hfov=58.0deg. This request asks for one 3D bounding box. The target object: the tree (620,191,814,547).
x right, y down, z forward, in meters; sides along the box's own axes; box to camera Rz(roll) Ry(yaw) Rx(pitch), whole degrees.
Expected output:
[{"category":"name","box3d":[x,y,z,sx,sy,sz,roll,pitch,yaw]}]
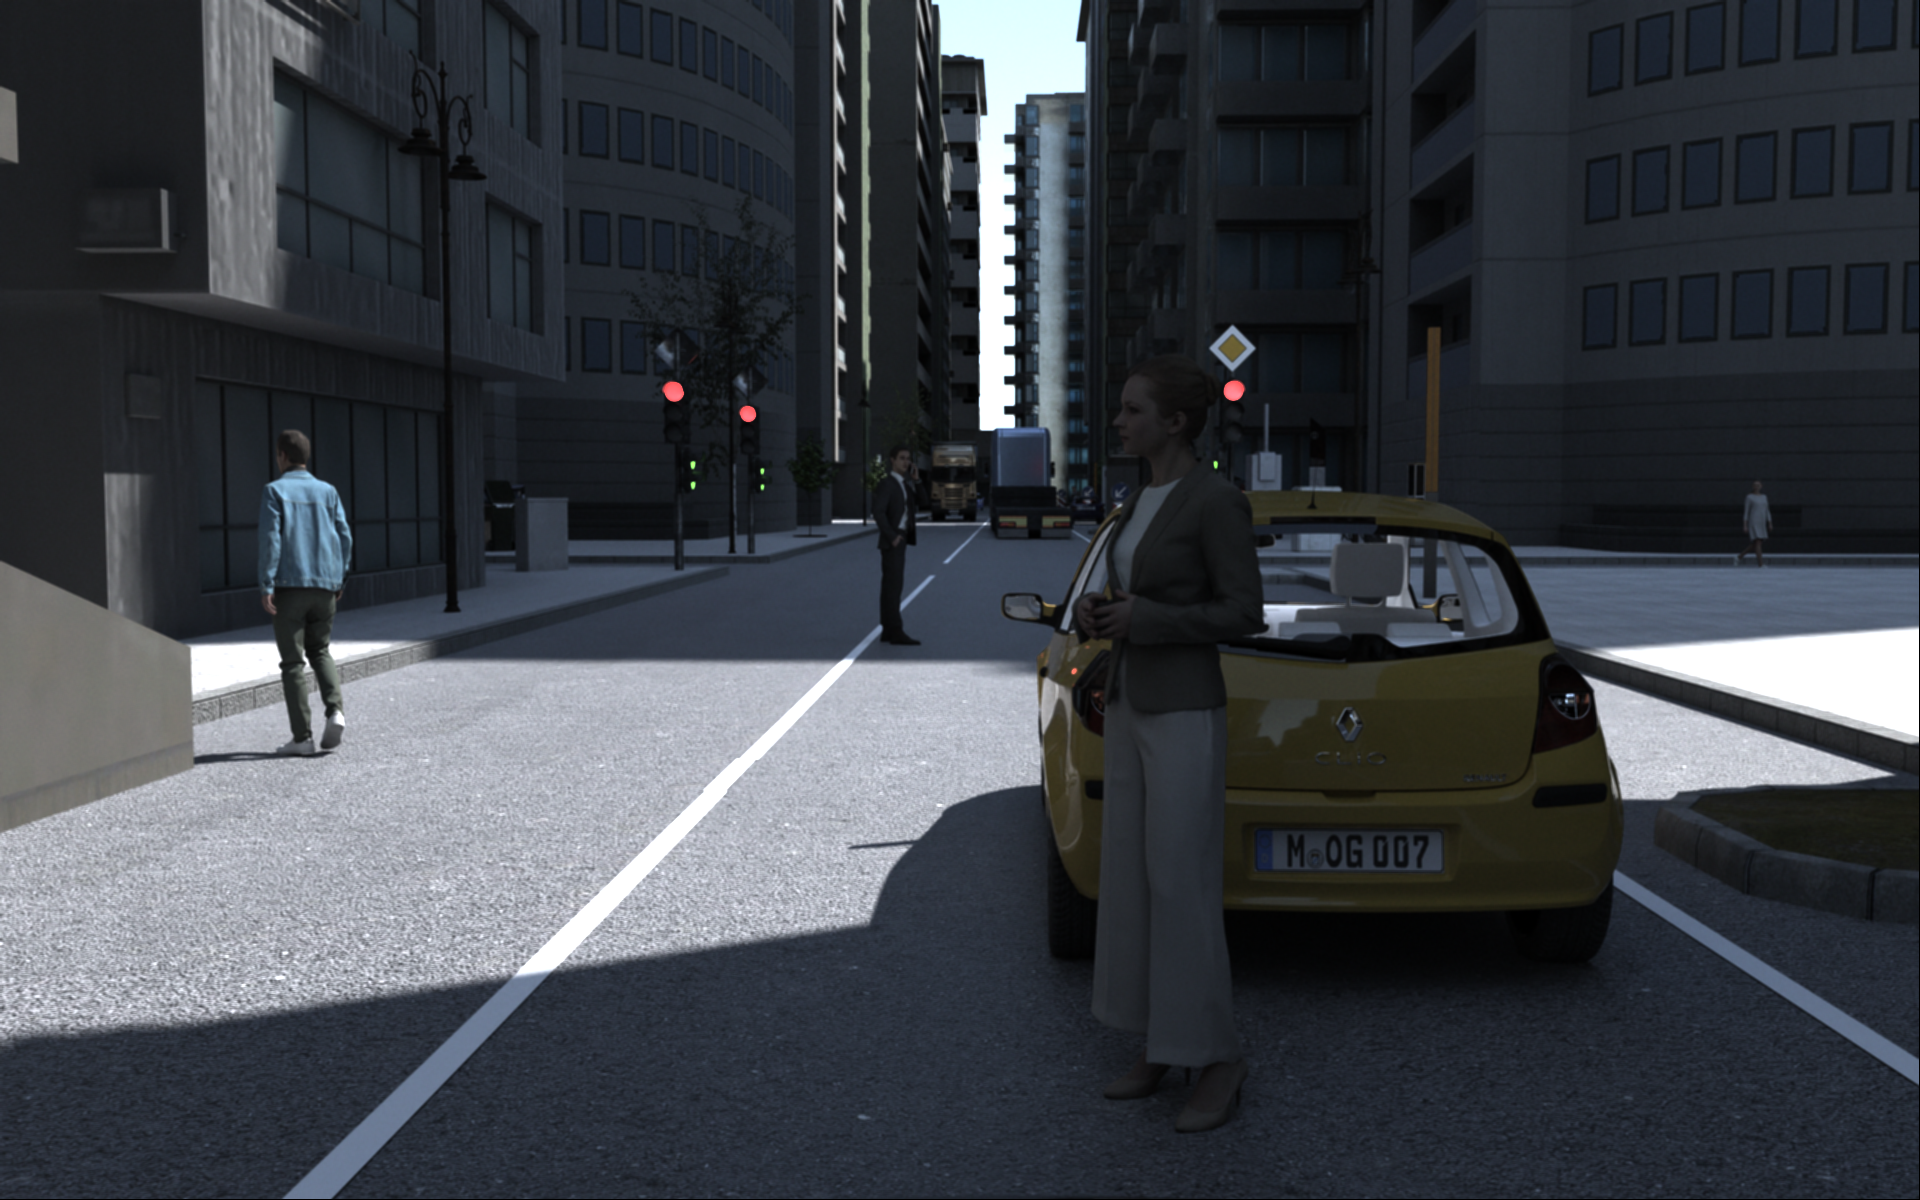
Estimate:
[{"category":"tree","box3d":[-5.696,-5.571,41.446,4.360,8.622,3.978,0,3,0]}]

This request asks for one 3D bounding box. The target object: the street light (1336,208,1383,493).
[{"category":"street light","box3d":[6.510,-3.400,28.379,0.468,5.910,1.993,0,4,2]}]

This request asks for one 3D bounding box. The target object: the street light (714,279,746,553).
[{"category":"street light","box3d":[-4.933,-3.947,37.322,0.468,5.910,1.993,0,4,2]}]

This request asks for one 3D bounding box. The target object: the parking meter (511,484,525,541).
[{"category":"parking meter","box3d":[-11.073,-2.136,43.327,0.372,1.533,0.369,0,3,0]}]

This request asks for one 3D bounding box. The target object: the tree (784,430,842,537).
[{"category":"tree","box3d":[-4.364,-3.504,51.886,1.663,3.219,1.824,0,3,0]}]

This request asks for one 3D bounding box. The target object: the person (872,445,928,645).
[{"category":"person","box3d":[-0.561,-0.541,16.704,0.474,1.900,0.648,1,4,9]}]

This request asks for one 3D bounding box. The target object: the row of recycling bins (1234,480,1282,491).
[{"category":"row of recycling bins","box3d":[8.346,-2.663,50.656,1.069,1.692,3.534,-1,4,-19]}]

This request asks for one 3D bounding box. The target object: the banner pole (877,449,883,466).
[{"category":"banner pole","box3d":[-4.441,-6.518,96.584,0.401,3.779,0.863,-2,4,-28]}]

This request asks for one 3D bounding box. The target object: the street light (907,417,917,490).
[{"category":"street light","box3d":[-2.835,-7.913,102.167,0.468,5.910,1.993,0,4,2]}]

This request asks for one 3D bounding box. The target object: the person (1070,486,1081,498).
[{"category":"person","box3d":[6.050,-5.021,90.400,0.655,1.846,0.447,3,4,38]}]

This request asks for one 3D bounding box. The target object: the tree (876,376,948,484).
[{"category":"tree","box3d":[-3.333,-9.681,108.649,4.737,8.622,4.395,0,3,0]}]

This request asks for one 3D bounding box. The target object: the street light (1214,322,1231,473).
[{"category":"street light","box3d":[7.122,-4.512,46.561,0.468,5.910,1.993,0,4,2]}]

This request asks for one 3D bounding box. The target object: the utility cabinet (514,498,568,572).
[{"category":"utility cabinet","box3d":[-7.009,-1.092,29.009,0.306,1.237,1.020,2,4,28]}]

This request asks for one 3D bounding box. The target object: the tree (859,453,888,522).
[{"category":"tree","box3d":[-3.777,-5.269,80.744,1.663,3.219,1.824,0,3,0]}]

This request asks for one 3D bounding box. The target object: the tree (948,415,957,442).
[{"category":"tree","box3d":[-1.814,-12.333,152.012,4.737,8.622,4.395,0,3,0]}]

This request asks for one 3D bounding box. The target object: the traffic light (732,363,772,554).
[{"category":"traffic light","box3d":[-4.464,-2.945,37.064,0.839,4.253,0.868,0,4,2]}]

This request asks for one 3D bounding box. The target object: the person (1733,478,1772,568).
[{"category":"person","box3d":[14.824,-1.413,32.359,0.466,1.731,0.760,-3,5,-44]}]

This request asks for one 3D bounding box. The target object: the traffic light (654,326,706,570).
[{"category":"traffic light","box3d":[-4.718,-2.456,29.082,0.839,4.253,0.868,0,4,2]}]

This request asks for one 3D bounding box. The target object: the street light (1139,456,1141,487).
[{"category":"street light","box3d":[8.205,-6.487,78.845,0.468,5.910,1.993,0,4,2]}]

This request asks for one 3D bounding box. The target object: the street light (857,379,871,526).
[{"category":"street light","box3d":[-3.835,-5.918,69.544,0.468,5.910,1.993,0,4,2]}]

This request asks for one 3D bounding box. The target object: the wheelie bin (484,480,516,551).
[{"category":"wheelie bin","box3d":[-10.442,-1.898,38.937,0.693,1.594,0.980,3,5,44]}]

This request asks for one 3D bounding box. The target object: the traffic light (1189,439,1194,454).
[{"category":"traffic light","box3d":[4.743,-2.928,36.788,0.839,4.253,0.868,0,4,2]}]

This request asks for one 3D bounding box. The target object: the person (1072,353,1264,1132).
[{"category":"person","box3d":[0.453,0.304,4.079,0.362,1.759,0.519,-2,4,-25]}]

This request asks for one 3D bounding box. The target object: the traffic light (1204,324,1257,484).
[{"category":"traffic light","box3d":[4.489,-2.440,28.807,0.839,4.253,0.868,0,4,2]}]

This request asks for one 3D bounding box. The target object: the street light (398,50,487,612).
[{"category":"street light","box3d":[-5.525,-2.806,18.668,0.468,5.910,1.993,0,4,2]}]

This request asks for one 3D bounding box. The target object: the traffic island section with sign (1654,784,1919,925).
[{"category":"traffic island section with sign","box3d":[3.818,0.126,6.568,1.989,1.847,2.006,0,4,2]}]

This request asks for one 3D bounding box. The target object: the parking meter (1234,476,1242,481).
[{"category":"parking meter","box3d":[9.009,-3.117,56.675,0.255,1.863,0.399,3,5,45]}]

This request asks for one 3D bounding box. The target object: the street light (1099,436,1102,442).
[{"category":"street light","box3d":[9.177,-8.482,111.473,0.468,5.910,1.993,0,4,2]}]

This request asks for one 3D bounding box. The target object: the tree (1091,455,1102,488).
[{"category":"tree","box3d":[10.429,-8.069,115.640,4.285,4.588,4.351,0,3,0]}]

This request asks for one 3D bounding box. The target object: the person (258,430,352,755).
[{"category":"person","box3d":[-3.596,-0.041,9.514,0.444,1.785,0.601,3,5,42]}]
